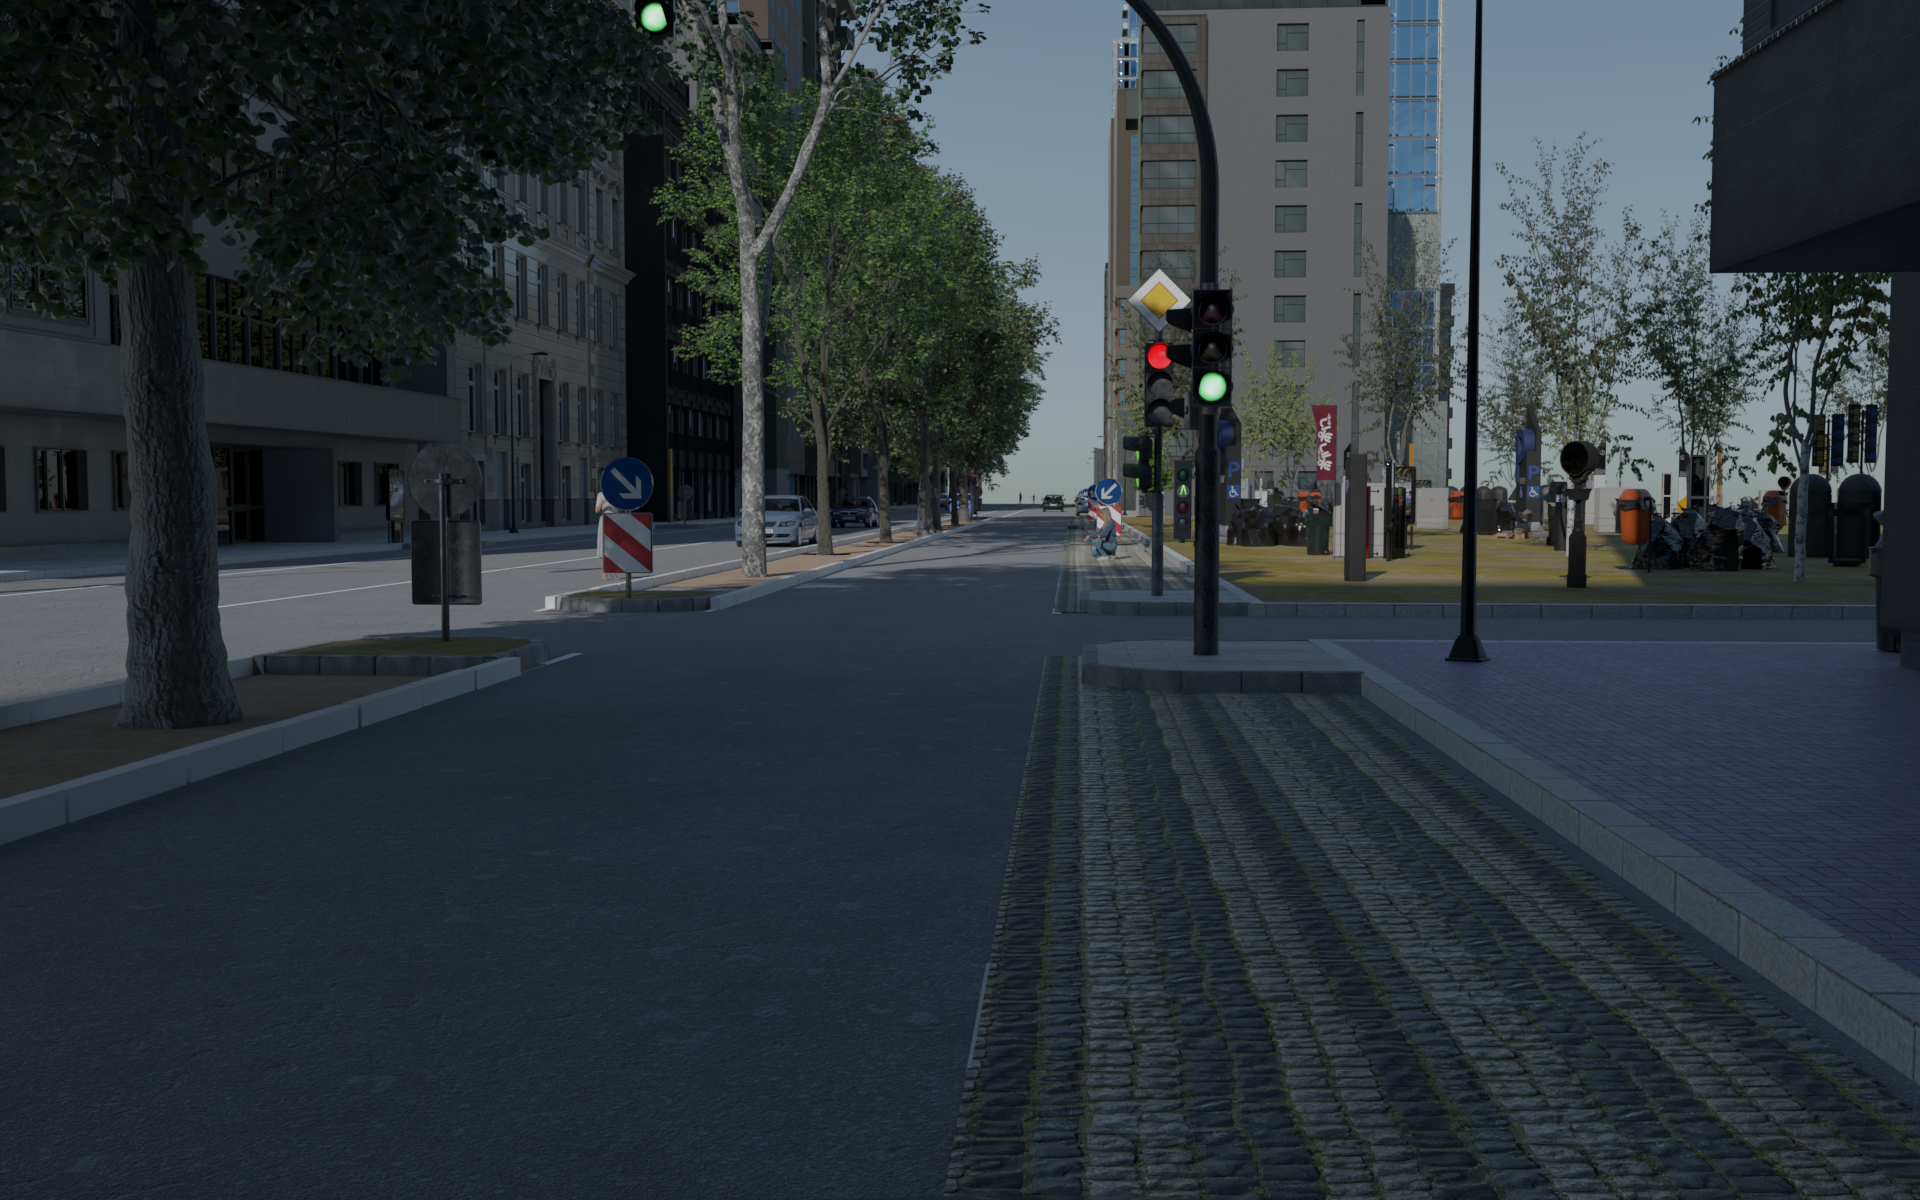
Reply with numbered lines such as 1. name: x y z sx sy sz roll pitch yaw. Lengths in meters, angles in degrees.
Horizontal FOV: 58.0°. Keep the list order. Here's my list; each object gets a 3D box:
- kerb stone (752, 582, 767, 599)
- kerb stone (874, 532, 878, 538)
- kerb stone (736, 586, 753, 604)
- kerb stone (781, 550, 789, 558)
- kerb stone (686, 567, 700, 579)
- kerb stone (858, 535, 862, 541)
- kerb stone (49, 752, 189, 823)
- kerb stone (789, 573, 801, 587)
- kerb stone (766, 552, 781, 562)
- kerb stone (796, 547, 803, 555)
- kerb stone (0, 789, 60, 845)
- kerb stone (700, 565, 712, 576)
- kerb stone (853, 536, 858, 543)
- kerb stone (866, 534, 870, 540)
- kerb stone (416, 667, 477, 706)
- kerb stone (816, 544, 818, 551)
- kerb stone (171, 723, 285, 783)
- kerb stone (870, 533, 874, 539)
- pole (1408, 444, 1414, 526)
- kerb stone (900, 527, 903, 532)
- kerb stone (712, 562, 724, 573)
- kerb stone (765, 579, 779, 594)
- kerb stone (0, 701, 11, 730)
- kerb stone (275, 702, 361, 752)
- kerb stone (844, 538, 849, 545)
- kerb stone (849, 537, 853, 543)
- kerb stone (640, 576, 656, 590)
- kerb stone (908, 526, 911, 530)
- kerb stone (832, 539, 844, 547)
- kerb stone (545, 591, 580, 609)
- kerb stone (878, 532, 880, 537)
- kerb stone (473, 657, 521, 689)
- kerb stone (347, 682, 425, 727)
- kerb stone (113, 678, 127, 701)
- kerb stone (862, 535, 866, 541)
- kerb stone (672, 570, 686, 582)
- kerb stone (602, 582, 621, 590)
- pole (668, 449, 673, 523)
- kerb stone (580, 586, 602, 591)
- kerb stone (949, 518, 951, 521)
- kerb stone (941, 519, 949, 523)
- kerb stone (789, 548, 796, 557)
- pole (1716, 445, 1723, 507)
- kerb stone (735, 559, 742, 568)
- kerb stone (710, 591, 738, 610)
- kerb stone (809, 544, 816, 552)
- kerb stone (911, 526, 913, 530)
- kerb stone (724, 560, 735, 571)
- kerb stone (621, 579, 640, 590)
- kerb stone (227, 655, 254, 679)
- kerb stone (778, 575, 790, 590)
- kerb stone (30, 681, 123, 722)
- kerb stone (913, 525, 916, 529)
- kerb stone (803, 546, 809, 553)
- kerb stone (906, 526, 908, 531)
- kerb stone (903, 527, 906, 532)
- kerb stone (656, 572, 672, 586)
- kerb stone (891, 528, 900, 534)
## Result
1. kerb stone: -2.857 -0.108 23.958 0.120 0.150 1.000 0 4 4
2. kerb stone: -2.857 -2.059 55.866 0.120 0.150 1.000 0 4 4
3. kerb stone: -2.925 -0.045 22.938 0.120 0.150 1.000 0 4 4
4. kerb stone: -3.998 -0.987 38.471 0.120 0.150 1.000 0 4 4
5. kerb stone: -4.610 -0.433 29.281 0.120 0.150 1.000 0 4 4
6. kerb stone: -3.125 -1.809 51.778 0.120 0.150 1.000 0 4 4
7. kerb stone: -3.909 0.867 8.049 0.120 0.150 1.000 0 4 4
8. kerb stone: -2.660 -0.296 27.030 0.120 0.150 1.000 0 4 4
9. kerb stone: -4.071 -0.928 37.447 0.120 0.150 1.000 0 4 4
10. kerb stone: -3.873 -1.121 40.524 0.120 0.150 1.000 0 4 4
11. kerb stone: -3.980 0.928 7.029 0.120 0.150 1.000 0 4 4
12. kerb stone: -4.544 -0.496 30.301 0.120 0.150 1.000 0 4 4
13. kerb stone: -3.186 -1.744 50.757 0.120 0.150 1.000 0 4 4
14. kerb stone: -2.985 -1.934 53.823 0.120 0.150 1.000 0 4 4
15. kerb stone: -3.643 0.613 12.168 0.120 0.150 1.000 0 4 4
16. kerb stone: -3.664 -1.308 43.589 0.120 0.150 1.000 0 4 4
17. kerb stone: -3.841 0.802 9.089 0.120 0.150 1.000 0 4 4
18. kerb stone: -2.920 -1.994 54.846 0.120 0.150 1.000 0 4 4
19. pole: 18.293 -4.673 70.246 0.158 3.312 0.155 0 3 0
20. kerb stone: -2.315 -2.558 64.033 0.120 0.150 1.000 0 4 4
21. kerb stone: -4.477 -0.555 31.321 0.120 0.150 1.000 0 4 4
22. kerb stone: -2.794 -0.171 24.985 0.120 0.150 1.000 0 4 4
23. kerb stone: -5.865 0.730 10.255 0.120 0.150 1.000 0 4 4
24. kerb stone: -3.781 0.746 10.117 0.120 0.150 1.000 0 4 4
25. kerb stone: -3.322 -1.622 48.712 0.120 0.150 1.000 0 4 4
26. kerb stone: -3.259 -1.684 49.733 0.120 0.150 1.000 0 4 4
27. kerb stone: -4.813 -0.246 26.214 0.120 0.150 1.000 0 4 4
28. kerb stone: -2.108 -2.746 67.092 0.120 0.150 1.000 0 4 4
29. kerb stone: -3.394 -1.559 47.690 0.120 0.150 1.000 0 4 4
30. kerb stone: -5.088 0.004 22.134 0.120 0.150 1.000 0 4 4
31. kerb stone: -2.781 -2.122 56.885 0.120 0.150 1.000 0 4 4
32. kerb stone: -3.565 0.558 13.188 0.120 0.150 1.000 0 4 4
33. kerb stone: -3.703 0.676 11.138 0.120 0.150 1.000 0 4 4
34. kerb stone: -5.740 0.605 12.296 0.120 0.150 1.000 0 4 4
35. kerb stone: -3.052 -1.872 52.797 0.120 0.150 1.000 0 4 4
36. kerb stone: -4.684 -0.368 28.258 0.120 0.150 1.000 0 4 4
37. kerb stone: -4.956 -0.121 24.174 0.120 0.150 1.000 0 4 4
38. pole: -13.042 -5.145 77.956 0.158 3.312 0.155 0 3 0
39. kerb stone: -5.011 -0.053 23.154 0.120 0.150 1.000 0 4 4
40. kerb stone: -0.702 -4.057 88.545 0.120 0.150 1.000 0 4 4
41. kerb stone: -0.763 -3.996 87.522 0.120 0.150 1.000 0 4 4
42. kerb stone: -3.933 -1.058 39.494 0.120 0.150 1.000 0 4 4
43. pole: 31.483 -4.770 71.839 0.158 3.312 0.155 0 3 0
44. kerb stone: -4.343 -0.680 33.364 0.120 0.150 1.000 0 4 4
45. kerb stone: -2.994 0.017 21.910 0.120 0.150 1.000 0 4 4
46. kerb stone: -3.733 -1.246 42.563 0.120 0.150 1.000 0 4 4
47. kerb stone: -2.046 -2.808 68.112 0.120 0.150 1.000 0 4 4
48. kerb stone: -4.408 -0.621 32.344 0.120 0.150 1.000 0 4 4
49. kerb stone: -4.877 -0.183 25.193 0.120 0.150 1.000 0 4 4
50. kerb stone: -5.659 0.543 13.315 0.120 0.150 1.000 0 4 4
51. kerb stone: -2.726 -0.233 26.005 0.120 0.150 1.000 0 4 4
52. kerb stone: -5.803 0.673 11.276 0.120 0.150 1.000 0 4 4
53. kerb stone: -1.977 -2.871 69.138 0.120 0.150 1.000 0 4 4
54. kerb stone: -3.809 -1.180 41.544 0.120 0.150 1.000 0 4 4
55. kerb stone: -2.179 -2.684 66.072 0.120 0.150 1.000 0 4 4
56. kerb stone: -2.241 -2.620 65.052 0.120 0.150 1.000 0 4 4
57. kerb stone: -4.743 -0.305 27.237 0.120 0.150 1.000 0 4 4
58. kerb stone: -2.381 -2.496 63.013 0.120 0.150 1.000 0 4 4
